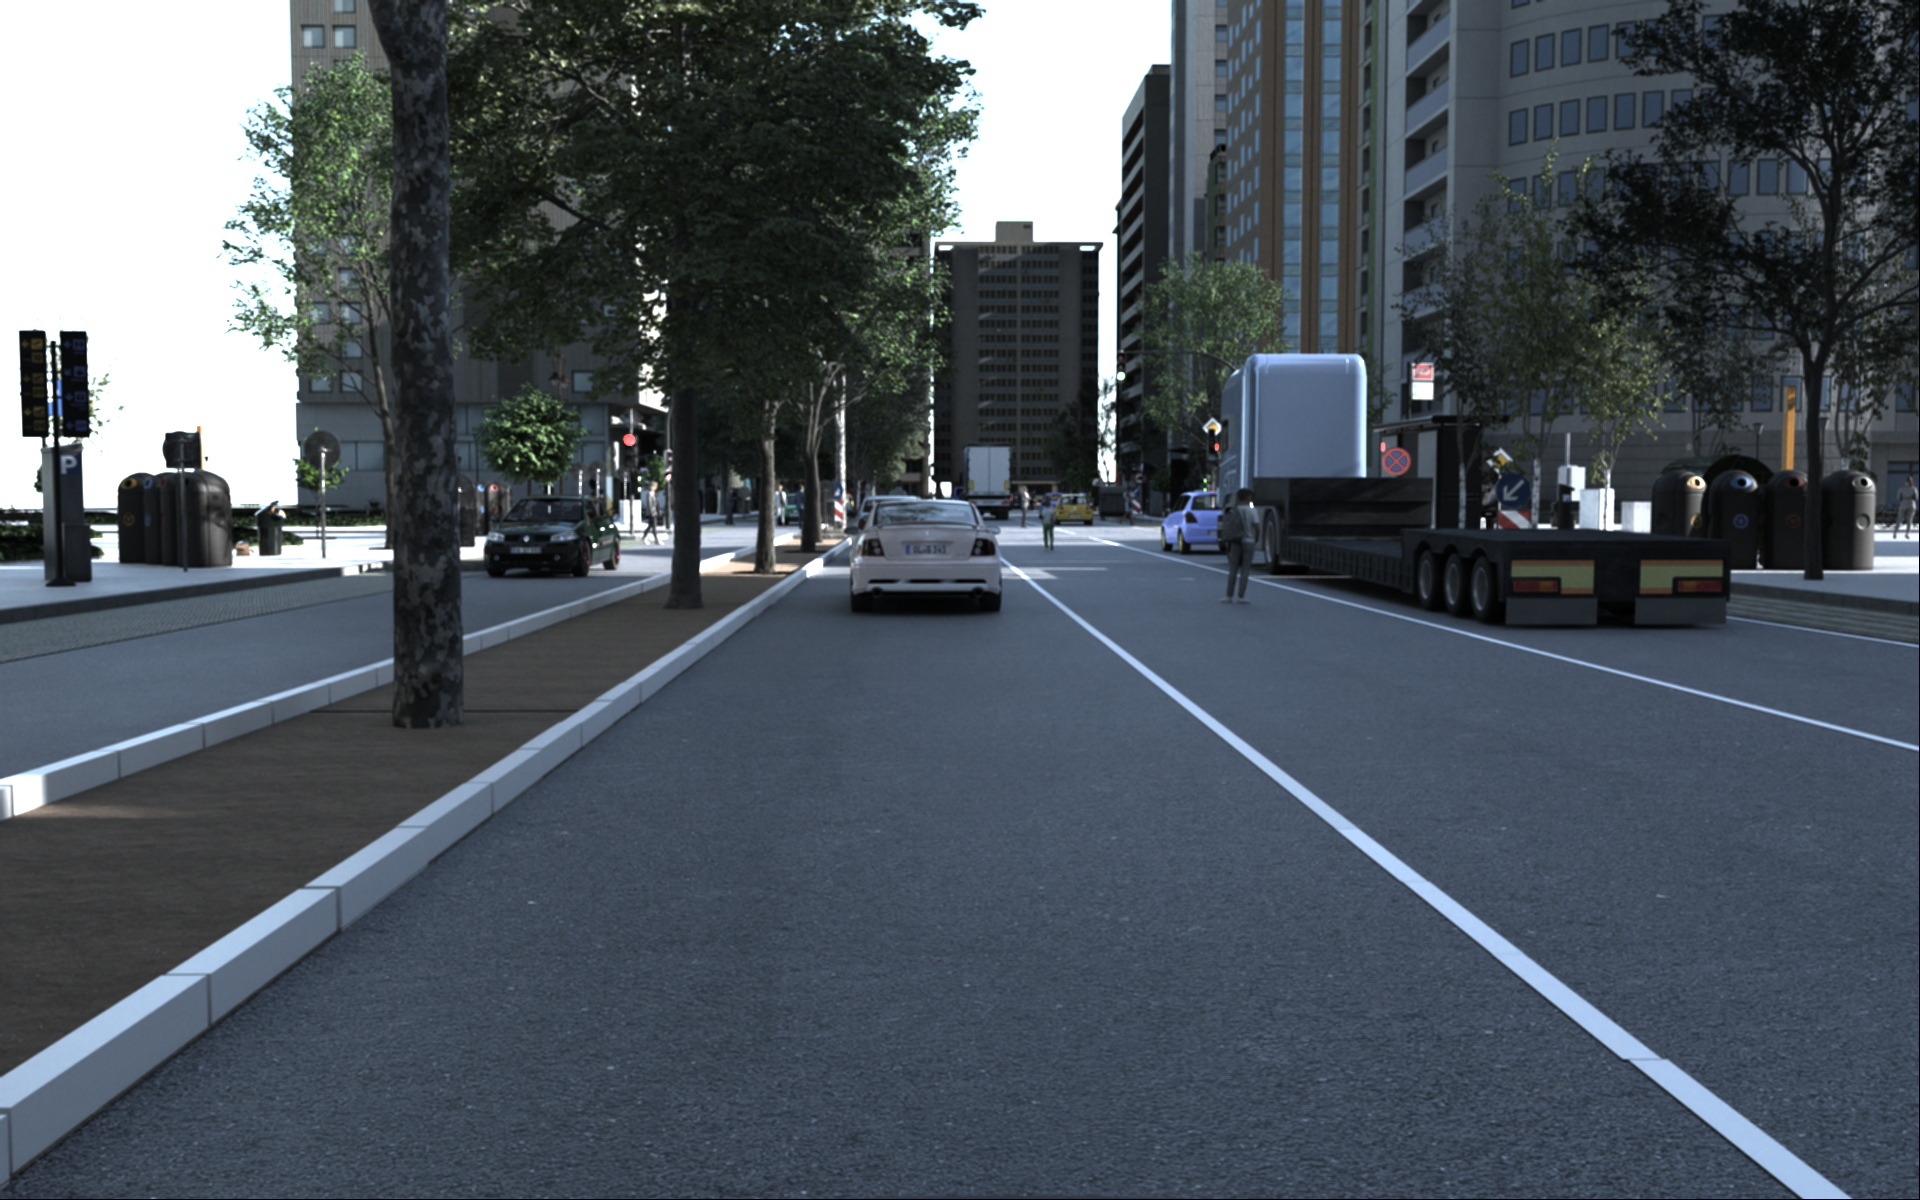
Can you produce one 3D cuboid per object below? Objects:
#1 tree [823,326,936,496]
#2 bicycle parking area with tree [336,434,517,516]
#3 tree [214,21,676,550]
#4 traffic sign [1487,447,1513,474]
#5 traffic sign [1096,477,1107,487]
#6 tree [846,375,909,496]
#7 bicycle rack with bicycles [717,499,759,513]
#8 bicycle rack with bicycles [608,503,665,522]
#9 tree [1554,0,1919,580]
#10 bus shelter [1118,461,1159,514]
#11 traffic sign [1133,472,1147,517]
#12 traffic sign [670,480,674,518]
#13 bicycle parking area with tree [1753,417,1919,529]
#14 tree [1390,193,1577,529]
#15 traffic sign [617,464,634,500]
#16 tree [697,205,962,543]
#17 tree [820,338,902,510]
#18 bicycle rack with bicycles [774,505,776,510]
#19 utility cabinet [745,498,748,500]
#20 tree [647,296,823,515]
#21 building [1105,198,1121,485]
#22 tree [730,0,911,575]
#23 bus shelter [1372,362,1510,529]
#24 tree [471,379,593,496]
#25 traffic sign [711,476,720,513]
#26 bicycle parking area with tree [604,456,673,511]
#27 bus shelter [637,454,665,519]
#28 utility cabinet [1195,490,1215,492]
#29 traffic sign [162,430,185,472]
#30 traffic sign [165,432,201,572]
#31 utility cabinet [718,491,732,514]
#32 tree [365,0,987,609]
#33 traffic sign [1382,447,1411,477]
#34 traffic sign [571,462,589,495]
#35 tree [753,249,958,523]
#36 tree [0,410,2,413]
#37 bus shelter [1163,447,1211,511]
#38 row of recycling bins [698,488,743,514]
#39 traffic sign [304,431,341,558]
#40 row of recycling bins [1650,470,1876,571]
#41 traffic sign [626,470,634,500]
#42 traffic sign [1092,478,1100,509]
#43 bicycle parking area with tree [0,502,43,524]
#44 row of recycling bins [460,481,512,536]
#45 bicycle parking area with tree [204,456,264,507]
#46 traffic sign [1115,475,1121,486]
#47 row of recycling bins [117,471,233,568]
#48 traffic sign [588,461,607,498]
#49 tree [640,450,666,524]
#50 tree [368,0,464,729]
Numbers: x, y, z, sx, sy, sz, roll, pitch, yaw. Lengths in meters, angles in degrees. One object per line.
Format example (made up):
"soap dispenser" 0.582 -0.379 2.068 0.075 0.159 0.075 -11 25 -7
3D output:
"tree" -6.157 -12.866 119.471 9.857 13.997 8.962 0 3 0
"bicycle parking area with tree" -23.782 -5.674 79.778 9.016 4.147 8.231 3 4 36
"tree" -13.031 -6.975 39.800 9.928 11.665 9.643 0 3 0
"traffic sign" 15.161 -2.989 48.603 0.795 2.593 0.064 0 4 2
"traffic sign" 10.692 -8.012 131.005 0.884 2.594 0.081 0 4 1
"tree" -5.451 -9.252 104.085 4.737 8.622 4.395 0 3 0
"bicycle rack with bicycles" -15.451 -6.380 117.689 2.852 0.926 2.925 1 4 10
"bicycle rack with bicycles" -14.933 -4.107 80.535 2.925 0.926 2.852 -1 4 -18
"tree" 12.447 -5.578 25.619 7.601 10.594 8.767 0 4 -6
"bus shelter" 11.275 -7.089 109.833 2.014 3.302 5.546 0 4 -1
"traffic sign" 10.183 -5.998 98.172 0.768 2.556 0.104 0 3 0
"traffic sign" -15.657 -5.780 94.612 0.768 2.556 0.104 0 4 1
"bicycle parking area with tree" 32.171 -4.931 67.627 9.016 4.147 8.231 1 4 13
"tree" 12.677 -5.649 42.725 4.360 8.622 3.978 0 3 0
"traffic sign" -14.354 -4.535 74.246 0.768 2.556 0.104 0 4 7
"tree" -4.121 -6.954 50.567 8.767 10.594 7.601 0 4 -1
"tree" -4.584 -7.641 77.756 4.360 8.622 3.978 0 3 0
"bicycle rack with bicycles" -15.796 -7.280 132.408 2.925 0.926 2.852 1 4 12
"utility cabinet" -15.818 -7.082 124.466 1.173 1.500 0.318 -1 4 -21
"tree" -14.492 -12.187 105.916 9.857 13.997 8.962 0 3 0
"building" 34.788 -36.039 243.865 28.867 44.769 22.147 0 4 -1
"tree" -3.368 -6.254 30.471 9.928 11.665 9.643 0 3 0
"bus shelter" 13.472 -4.449 50.375 2.179 5.291 8.768 0 4 -2
"tree" -12.273 -4.036 49.697 4.285 4.588 4.351 0 3 0
"traffic sign" -16.877 -7.343 120.161 0.768 2.556 0.104 0 4 1
"bicycle parking area with tree" -25.288 -8.926 132.948 9.016 4.147 8.231 3 5 40
"bus shelter" -15.676 -5.906 90.488 2.014 3.302 5.546 0 4 -1
"utility cabinet" 11.919 -4.638 84.516 0.318 1.500 1.173 -2 4 -32
"traffic sign" -15.620 -2.115 34.681 0.768 2.556 0.104 0 4 7
"traffic sign" -12.803 -1.617 28.567 0.606 2.300 0.079 0 4 3
"utility cabinet" -14.689 -6.063 107.814 0.318 1.500 1.173 -2 4 -30
"tree" -3.538 -6.181 21.646 7.486 12.596 7.792 0 3 0
"traffic sign" 11.871 -2.879 47.186 0.768 2.556 0.104 1 4 8
"traffic sign" -15.162 -4.220 69.099 0.768 2.556 0.104 0 4 7
"tree" -5.169 -10.583 85.865 12.009 13.543 11.850 0 3 0
"tree" -11.886 -1.554 20.017 1.663 3.219 1.824 0 3 0
"bus shelter" 11.757 -5.985 89.137 1.731 3.624 6.357 0 4 -1
"row of recycling bins" -15.854 -6.502 113.417 3.534 1.692 1.069 -1 4 -12
"traffic sign" -12.827 -2.125 34.852 0.768 2.556 0.104 0 4 4
"row of recycling bins" 13.646 -1.372 29.543 3.534 1.692 1.069 0 4 8
"traffic sign" -14.638 -4.630 75.800 0.768 2.556 0.104 0 4 1
"traffic sign" 10.982 -8.494 138.976 0.768 2.556 0.104 0 4 2
"bicycle parking area with tree" -43.586 -5.302 73.692 9.016 4.147 8.231 0 4 2
"row of recycling bins" -14.909 -2.842 53.579 1.069 1.692 3.534 1 4 10
"bicycle parking area with tree" -58.429 -8.873 132.072 9.016 4.147 8.231 -2 4 -35
"traffic sign" 10.472 -6.894 112.816 0.768 2.556 0.104 0 4 5
"row of recycling bins" -14.249 -1.488 31.443 3.534 1.692 1.069 3 5 44
"traffic sign" -13.920 -4.062 66.527 0.768 2.556 0.104 0 4 7
"tree" -13.349 -4.938 75.343 1.663 3.219 1.824 0 3 0
"tree" -4.521 -9.332 10.927 12.611 20.169 13.585 0 3 0
